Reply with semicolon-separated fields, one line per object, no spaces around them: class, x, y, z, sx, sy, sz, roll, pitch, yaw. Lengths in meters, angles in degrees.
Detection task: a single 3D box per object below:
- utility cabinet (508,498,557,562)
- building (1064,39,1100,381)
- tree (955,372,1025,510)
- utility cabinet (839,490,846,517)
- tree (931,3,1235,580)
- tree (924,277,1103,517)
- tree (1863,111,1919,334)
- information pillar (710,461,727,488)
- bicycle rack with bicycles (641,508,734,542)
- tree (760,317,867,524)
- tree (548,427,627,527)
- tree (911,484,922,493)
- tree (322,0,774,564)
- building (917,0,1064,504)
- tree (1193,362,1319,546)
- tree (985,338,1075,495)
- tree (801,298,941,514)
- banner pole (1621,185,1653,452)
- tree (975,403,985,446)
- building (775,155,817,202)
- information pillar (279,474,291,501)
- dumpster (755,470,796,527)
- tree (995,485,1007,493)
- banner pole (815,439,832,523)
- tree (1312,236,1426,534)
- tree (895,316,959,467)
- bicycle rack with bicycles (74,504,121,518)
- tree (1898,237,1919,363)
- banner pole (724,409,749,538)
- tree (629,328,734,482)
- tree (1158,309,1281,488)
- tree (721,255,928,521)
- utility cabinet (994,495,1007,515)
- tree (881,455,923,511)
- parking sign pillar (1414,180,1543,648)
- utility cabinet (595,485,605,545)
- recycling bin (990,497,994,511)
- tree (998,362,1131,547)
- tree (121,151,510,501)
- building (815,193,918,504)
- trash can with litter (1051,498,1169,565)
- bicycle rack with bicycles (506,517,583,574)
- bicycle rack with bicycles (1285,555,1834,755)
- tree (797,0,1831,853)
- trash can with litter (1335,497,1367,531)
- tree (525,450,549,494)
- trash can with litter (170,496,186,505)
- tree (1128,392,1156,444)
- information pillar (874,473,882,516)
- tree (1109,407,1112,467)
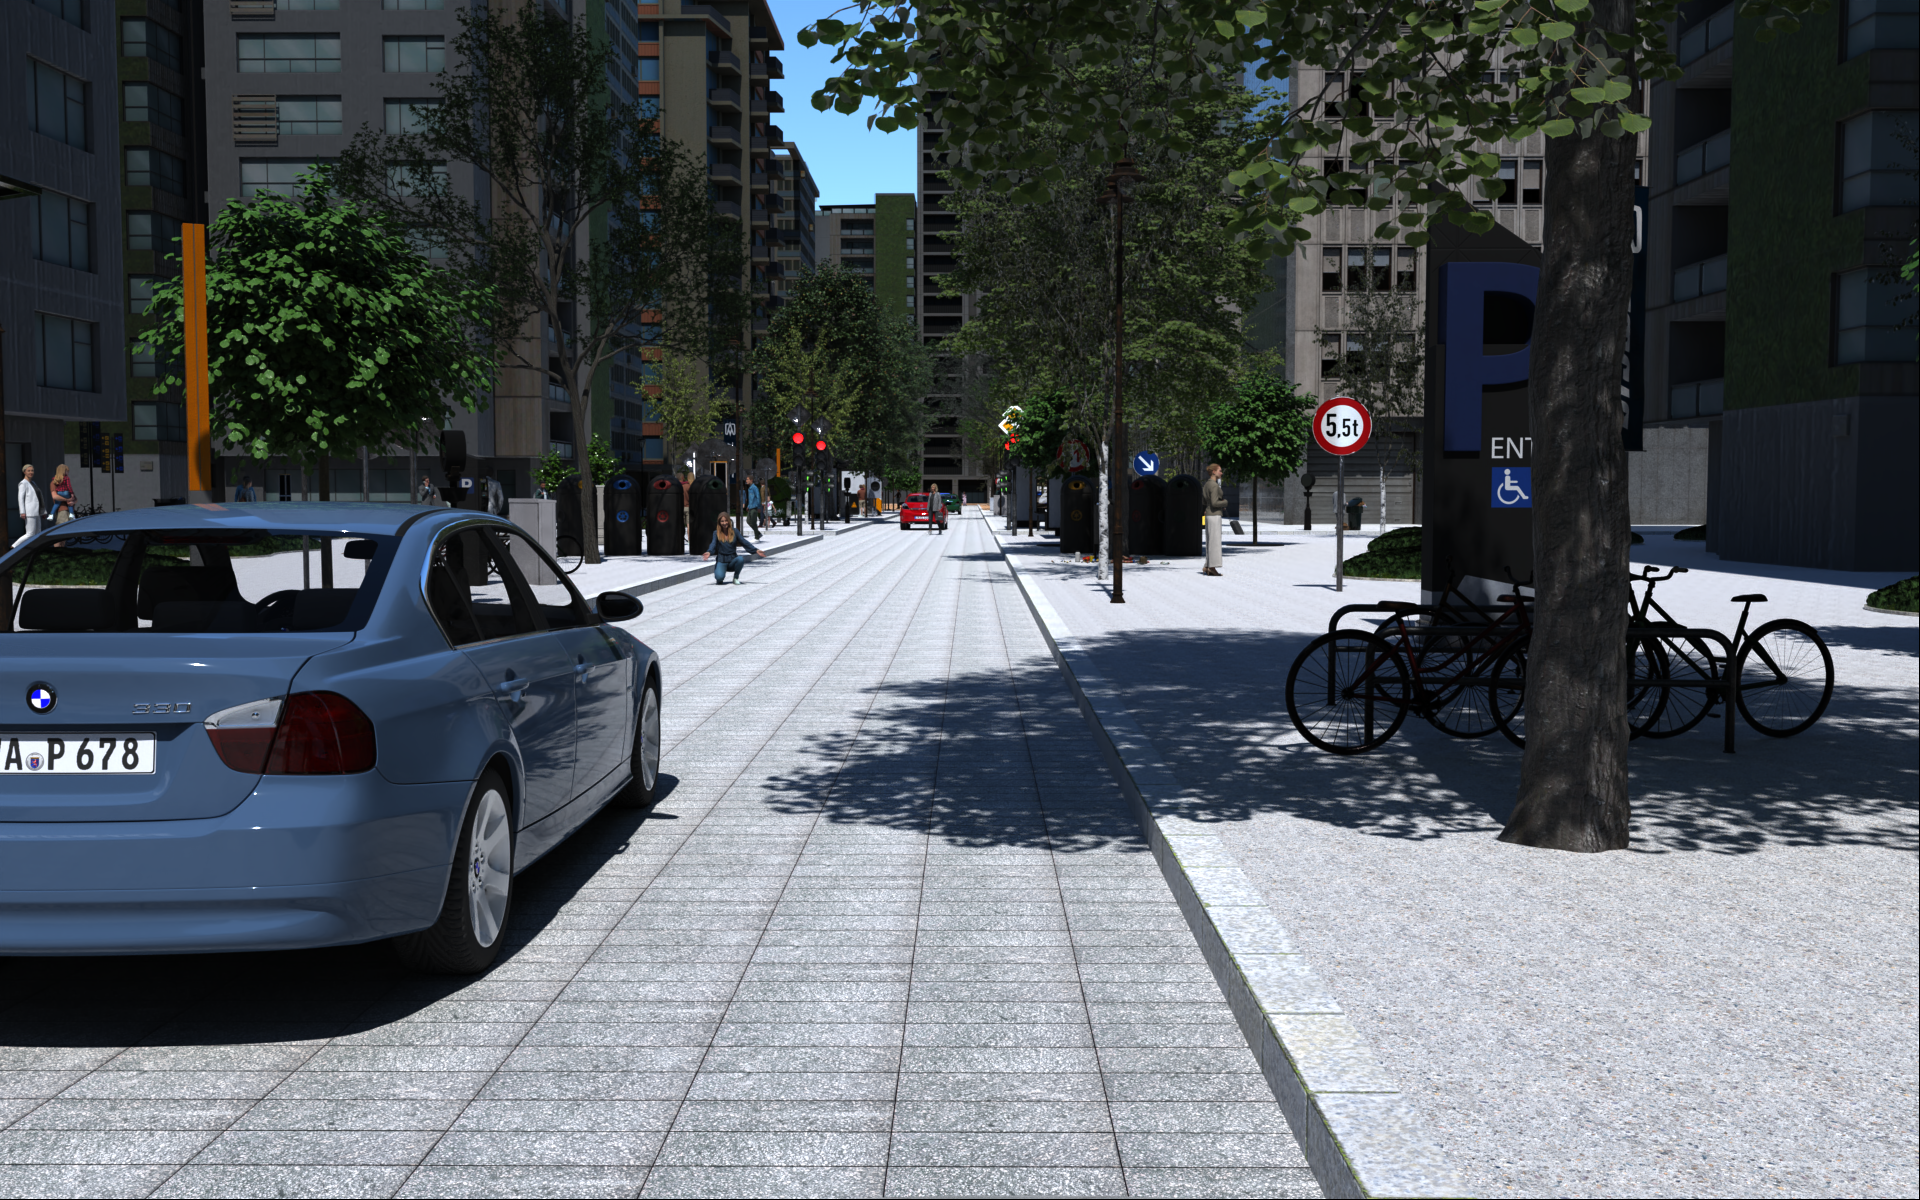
utility cabinet;-6.100;-0.832;24.758;0.306;1.237;1.020;-3;4;-37
building;25.697;-49.025;239.808;20.611;71.187;20.563;0;4;0
tree;3.100;-13.209;141.721;9.928;11.665;9.643;0;3;0
utility cabinet;-6.538;-5.353;96.202;0.318;1.500;1.173;0;4;-7
tree;1.907;-4.608;25.697;4.360;8.622;3.978;0;3;0
tree;2.975;-11.322;95.490;12.009;13.543;11.850;0;3;0
tree;16.021;-4.608;25.700;4.360;8.622;3.978;0;3;0
information pillar;-5.444;-2.117;39.101;0.304;2.012;0.304;-2;4;-28
bicycle rack with bicycles;-7.375;-2.037;46.691;2.852;0.926;2.925;-3;5;-43
tree;-6.236;-7.490;72.818;4.737;8.622;4.395;0;3;0
tree;-10.557;-3.369;49.684;1.663;3.219;1.824;0;3;0
tree;-4.613;-11.291;179.210;1.663;3.219;1.824;0;3;0
tree;-7.011;-5.958;31.829;7.601;10.594;8.767;3;5;41
building;4.627;-49.035;239.969;20.611;71.187;20.563;0;4;0
tree;7.428;-3.625;42.977;4.285;4.588;4.351;0;3;0
tree;3.499;-7.804;77.963;4.737;8.622;4.395;0;3;0
tree;-6.047;-12.568;112.137;9.857;13.997;8.962;0;3;0
banner pole;4.560;-1.365;12.327;0.863;3.779;0.401;-1;4;-22
tree;3.054;-10.070;114.999;4.737;8.622;4.395;0;3;0
building;-35.087;-38.039;241.551;30.456;49.044;23.786;0;4;0
information pillar;-24.786;-3.617;63.627;0.304;2.012;0.304;1;4;16
dumpster;-7.391;-4.079;69.186;1.502;2.255;1.985;0;4;1
tree;3.473;-8.442;132.632;1.663;3.219;1.824;0;3;0
banner pole;-6.059;-5.284;76.410;0.863;3.779;0.401;2;4;30
tree;12.049;-6.038;49.084;4.360;8.622;3.978;0;3;0
tree;-5.942;-20.292;187.659;12.611;20.169;13.585;0;3;0
bicycle rack with bicycles;-31.499;-2.976;62.042;2.925;0.926;2.852;0;4;-6
tree;8.821;-1.785;12.894;4.285;4.588;4.351;0;3;0
banner pole;-6.622;-3.730;50.994;0.863;3.779;0.401;-3;5;-43
tree;-11.992;-7.600;74.615;4.737;8.622;4.395;0;3;0
tree;10.302;-7.139;67.089;4.737;8.622;4.395;0;3;0
tree;-6.299;-10.161;83.138;9.611;12.733;9.660;0;3;0
utility cabinet;2.569;-5.761;105.350;1.020;1.237;0.306;1;4;19
tree;-5.833;-9.728;142.758;4.285;4.588;4.351;0;3;0
parking sign pillar;4.649;-1.607;14.753;1.447;3.967;1.447;0;4;2
utility cabinet;-8.816;-2.126;43.443;1.173;1.500;0.318;-2;4;-25
recycling bin;2.684;-7.132;129.164;0.722;1.027;0.722;1;4;23
tree;2.689;-3.610;42.736;4.285;4.588;4.351;0;3;0
tree;-6.258;-2.024;16.812;4.285;4.588;4.351;0;3;0
building;-12.845;-33.880;237.540;14.086;41.232;14.154;0;4;0
trash can with litter;2.887;-1.291;32.163;1.678;1.210;2.233;-3;5;-40
bicycle rack with bicycles;-7.463;-0.860;27.450;2.925;0.926;2.852;-1;4;-16
bicycle rack with bicycles;3.181;0.245;9.384;2.925;0.926;2.852;0;4;7
tree;2.673;-5.382;6.128;7.486;12.596;7.792;0;3;0
trash can with litter;13.758;-3.035;61.006;1.055;1.170;0.624;-2;4;-33
tree;-15.518;-4.395;66.464;1.663;3.219;1.824;0;3;0
trash can with litter;-28.020;-3.179;63.041;2.233;1.210;1.678;-3;4;-38
tree;10.706;-7.992;81.031;4.737;8.622;4.395;0;3;0
information pillar;-4.858;-6.780;102.200;0.504;3.616;0.183;-1;4;-22
tree;9.727;-9.885;111.981;4.737;8.622;4.395;0;3;0
